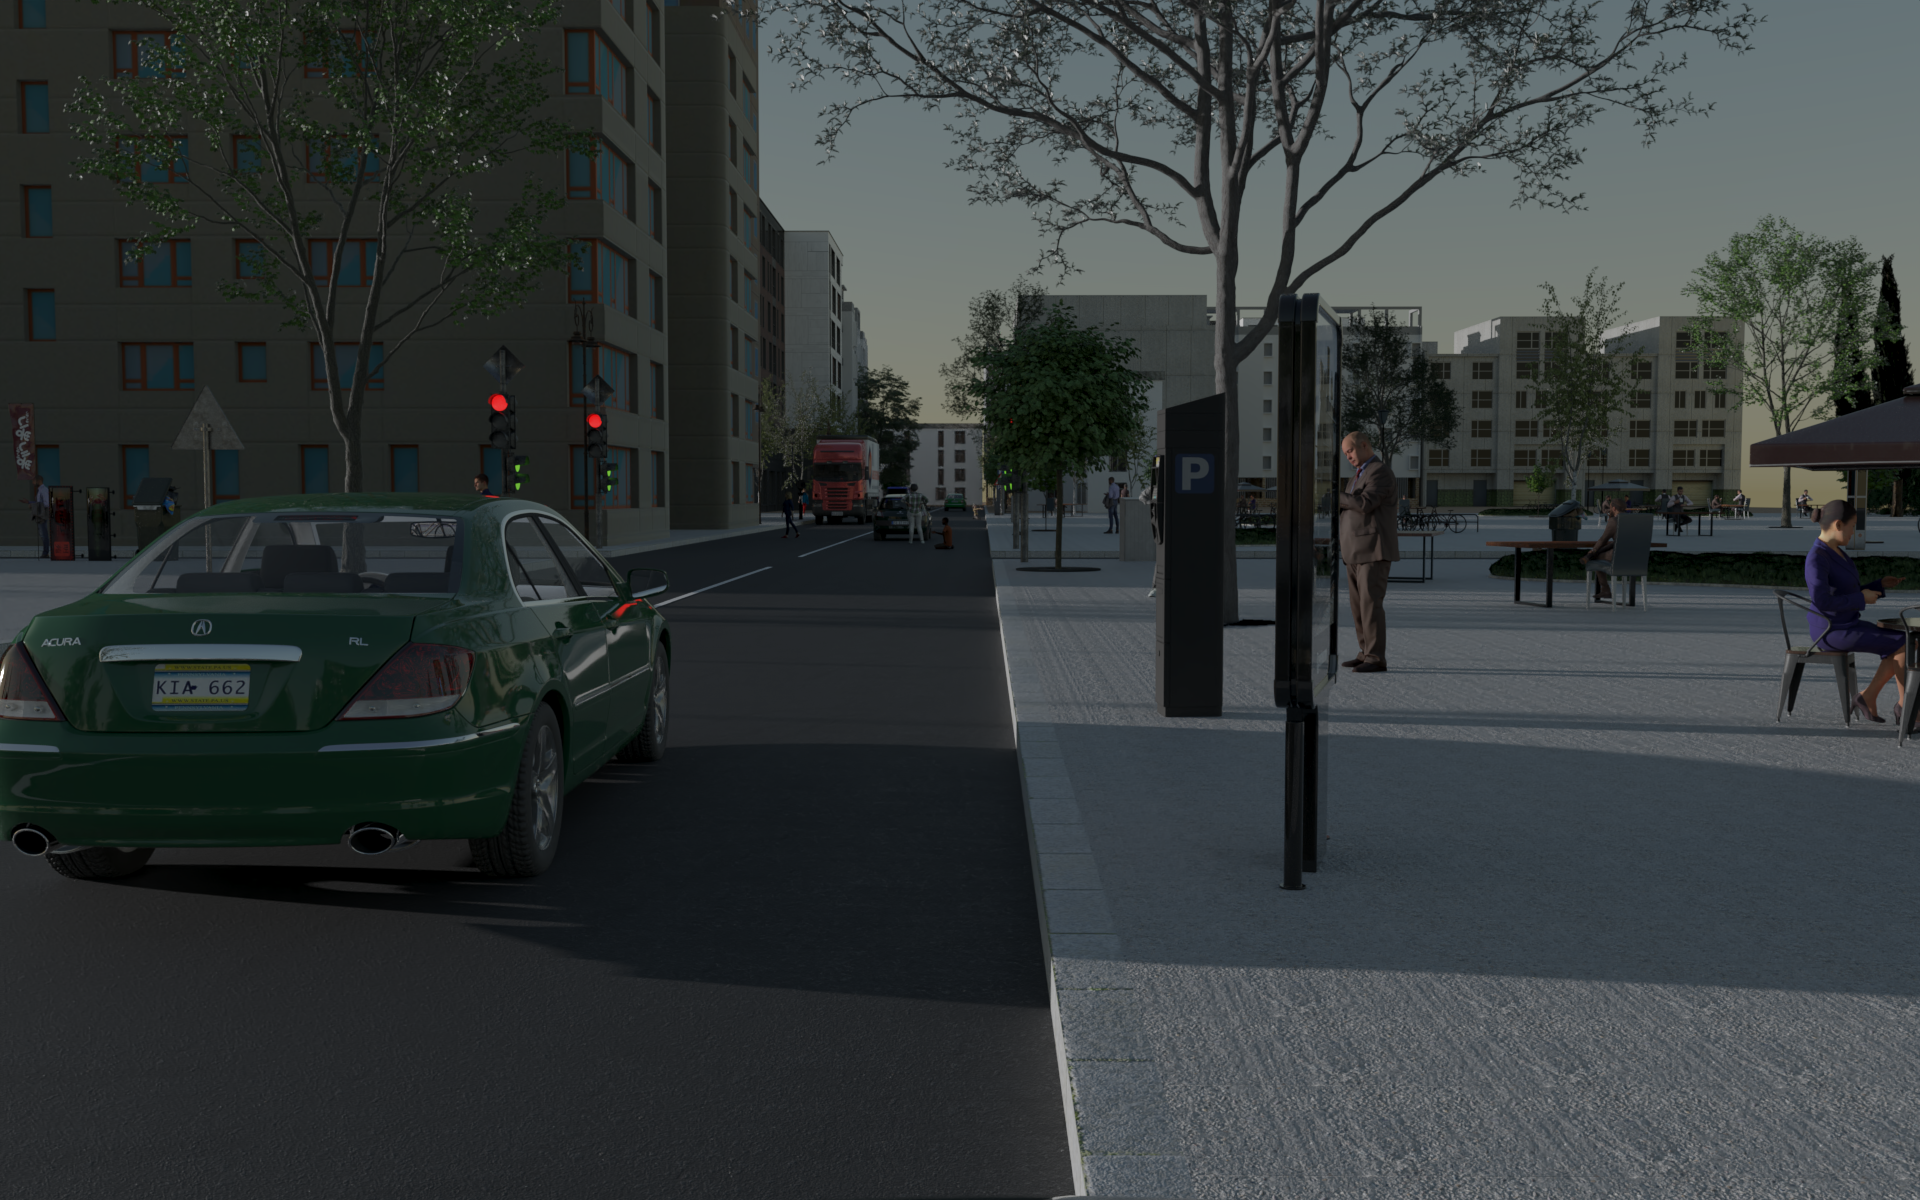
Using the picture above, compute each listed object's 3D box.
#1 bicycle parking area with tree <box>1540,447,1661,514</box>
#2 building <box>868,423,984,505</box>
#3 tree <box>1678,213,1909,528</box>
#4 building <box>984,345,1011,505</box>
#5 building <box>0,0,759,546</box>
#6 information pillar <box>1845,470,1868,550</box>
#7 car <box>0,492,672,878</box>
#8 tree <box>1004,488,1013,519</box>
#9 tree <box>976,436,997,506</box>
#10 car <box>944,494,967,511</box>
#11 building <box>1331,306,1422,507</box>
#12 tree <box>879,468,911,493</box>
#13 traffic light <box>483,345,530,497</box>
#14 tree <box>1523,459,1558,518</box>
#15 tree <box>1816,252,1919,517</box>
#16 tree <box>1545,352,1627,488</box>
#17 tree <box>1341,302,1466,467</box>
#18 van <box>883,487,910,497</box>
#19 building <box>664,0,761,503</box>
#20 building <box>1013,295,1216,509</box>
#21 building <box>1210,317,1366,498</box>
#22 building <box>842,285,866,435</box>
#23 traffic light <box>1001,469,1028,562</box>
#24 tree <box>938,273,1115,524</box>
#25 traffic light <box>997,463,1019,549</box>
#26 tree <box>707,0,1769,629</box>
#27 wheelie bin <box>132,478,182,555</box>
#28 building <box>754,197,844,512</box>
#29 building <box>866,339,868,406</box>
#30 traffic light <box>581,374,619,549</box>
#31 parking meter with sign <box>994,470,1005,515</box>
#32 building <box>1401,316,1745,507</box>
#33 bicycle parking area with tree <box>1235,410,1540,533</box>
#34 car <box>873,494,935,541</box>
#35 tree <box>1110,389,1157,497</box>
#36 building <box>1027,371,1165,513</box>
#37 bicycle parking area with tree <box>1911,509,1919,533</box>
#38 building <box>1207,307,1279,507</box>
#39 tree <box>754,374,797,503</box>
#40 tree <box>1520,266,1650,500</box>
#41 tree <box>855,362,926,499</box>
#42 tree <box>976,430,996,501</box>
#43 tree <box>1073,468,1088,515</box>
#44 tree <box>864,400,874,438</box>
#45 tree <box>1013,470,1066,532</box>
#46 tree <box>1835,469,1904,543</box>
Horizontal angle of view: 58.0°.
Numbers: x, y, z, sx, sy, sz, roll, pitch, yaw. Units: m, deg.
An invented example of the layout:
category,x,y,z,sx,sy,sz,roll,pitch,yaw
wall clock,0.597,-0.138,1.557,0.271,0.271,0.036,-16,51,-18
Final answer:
category,x,y,z,sx,sy,sz,roll,pitch,yaw
bicycle parking area with tree,39.935,-7.479,109.291,9.016,4.147,8.231,2,4,24
building,-11.217,-16.139,206.014,28.070,9.664,9.099,0,4,1
tree,31.031,-8.523,65.101,9.928,11.665,9.643,0,3,0
building,8.558,-21.592,209.453,11.380,20.091,16.016,0,4,1
building,-22.276,-12.925,56.370,27.650,21.520,28.899,0,4,1
information pillar,20.561,-2.155,39.719,0.304,2.012,0.304,-1,4,-11
car,-2.485,0.238,7.902,2.131,1.459,4.920,0,4,-1
tree,3.235,-5.817,89.714,1.663,3.219,1.824,0,3,0
tree,3.713,-14.794,192.237,4.737,8.622,4.395,0,3,0
car,-0.376,-8.348,145.279,1.959,1.807,4.718,0,4,2
building,40.738,-19.852,181.004,11.380,20.091,16.016,0,4,1
tree,-7.064,-12.491,187.940,4.285,4.588,4.351,0,3,0
traffic light,-8.566,-2.672,32.615,0.839,4.253,0.868,0,4,1
tree,31.695,-6.151,95.170,1.663,3.219,1.824,0,3,0
tree,55.956,-12.132,100.176,13.155,14.587,18.604,0,4,-7
tree,32.385,-8.577,90.596,4.360,8.622,3.978,0,3,0
tree,20.744,-9.127,83.640,8.767,10.594,7.601,-2,4,-27
van,-5.161,-8.553,144.222,2.240,2.365,5.245,0,4,1
building,-18.058,-26.797,88.240,14.600,45.320,14.200,0,4,1
building,13.600,-18.100,162.393,16.747,18.905,31.486,0,4,1
building,30.639,-22.662,214.491,32.646,21.610,27.936,0,4,1
building,-17.076,-18.229,154.472,16.016,20.091,11.380,0,4,1
traffic light,1.195,-2.666,32.505,0.839,4.253,0.868,0,4,1
tree,2.845,-8.444,72.478,8.767,10.594,7.601,1,4,13
traffic light,1.298,-3.154,40.489,0.839,4.253,0.868,0,4,1
tree,2.729,-6.505,16.729,12.009,13.543,11.850,0,3,0
wheelie bin,-15.422,-1.550,33.258,0.980,1.594,0.693,1,4,11
building,-24.122,-17.649,132.543,27.936,21.610,32.646,0,4,1
building,-15.591,-19.910,181.944,11.380,20.091,16.016,0,4,1
traffic light,-8.462,-3.161,40.599,0.839,4.253,0.868,0,4,1
parking meter with sign,2.414,-6.634,104.729,0.543,3.016,1.738,1,4,10
building,62.169,-19.223,180.755,31.486,18.905,16.747,0,4,1
bicycle parking area with tree,12.706,-4.300,57.310,8.231,4.147,9.016,-3,4,-37
car,-1.793,-2.746,54.681,2.009,1.686,4.222,0,4,1
tree,11.041,-9.913,112.438,4.737,8.622,4.395,0,3,0
building,9.609,-11.635,132.378,9.099,9.664,28.070,0,4,1
bicycle parking area with tree,32.982,-3.945,51.504,9.016,4.147,8.231,-3,5,-42
building,28.672,-19.860,181.129,11.380,20.091,16.016,0,4,1
tree,-12.387,-9.549,106.491,4.737,8.622,4.395,0,3,0
tree,20.404,-6.529,57.118,4.737,8.622,4.395,0,3,0
tree,-8.283,-15.984,167.992,9.857,13.997,8.962,0,3,0
tree,3.642,-14.144,181.621,4.360,8.622,3.978,0,3,0
tree,7.288,-9.534,106.251,4.360,8.622,3.978,0,3,0
tree,-8.003,-10.734,125.866,4.737,8.622,4.395,0,3,0
tree,2.927,-3.983,59.731,1.663,3.219,1.824,0,3,0
tree,23.530,-3.102,45.315,1.663,3.219,1.824,0,3,0
